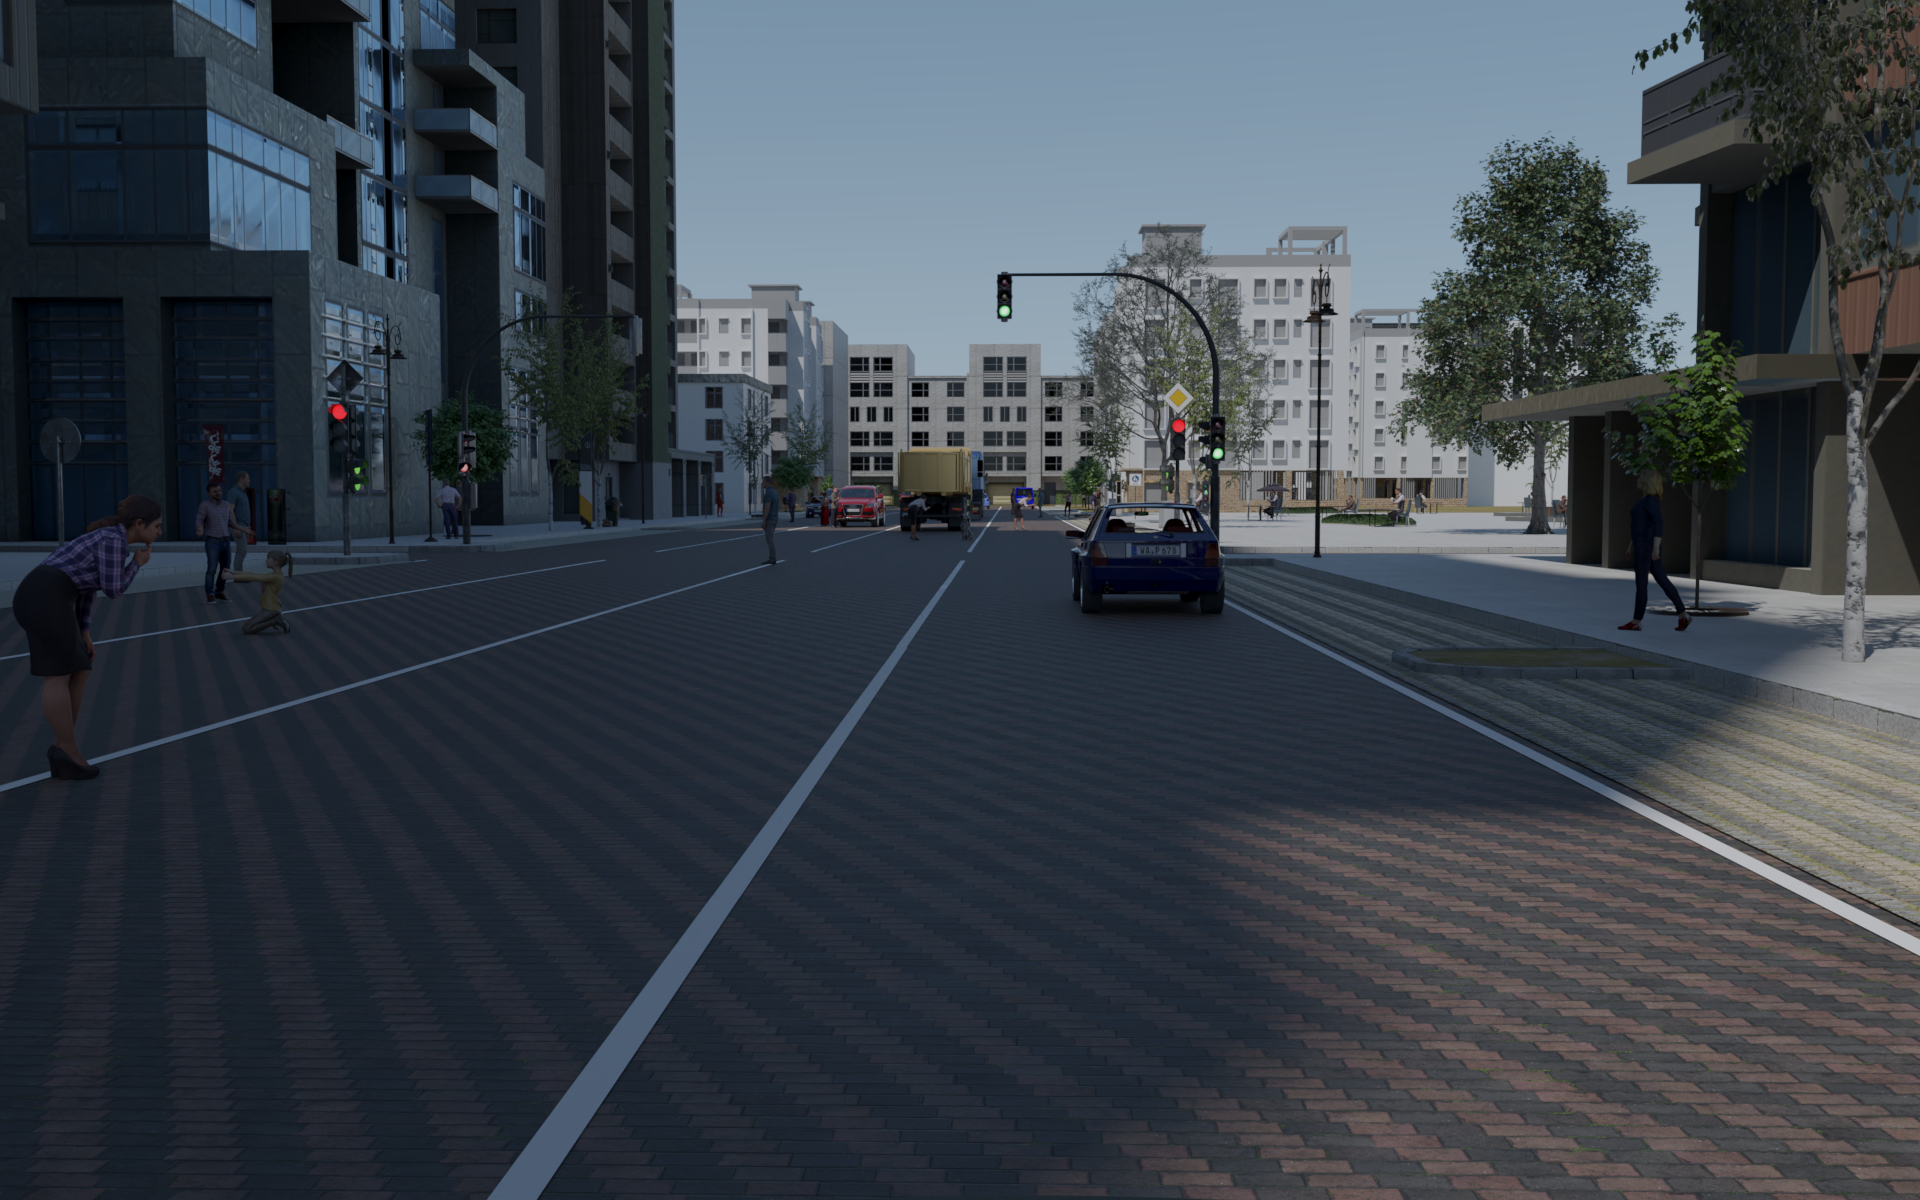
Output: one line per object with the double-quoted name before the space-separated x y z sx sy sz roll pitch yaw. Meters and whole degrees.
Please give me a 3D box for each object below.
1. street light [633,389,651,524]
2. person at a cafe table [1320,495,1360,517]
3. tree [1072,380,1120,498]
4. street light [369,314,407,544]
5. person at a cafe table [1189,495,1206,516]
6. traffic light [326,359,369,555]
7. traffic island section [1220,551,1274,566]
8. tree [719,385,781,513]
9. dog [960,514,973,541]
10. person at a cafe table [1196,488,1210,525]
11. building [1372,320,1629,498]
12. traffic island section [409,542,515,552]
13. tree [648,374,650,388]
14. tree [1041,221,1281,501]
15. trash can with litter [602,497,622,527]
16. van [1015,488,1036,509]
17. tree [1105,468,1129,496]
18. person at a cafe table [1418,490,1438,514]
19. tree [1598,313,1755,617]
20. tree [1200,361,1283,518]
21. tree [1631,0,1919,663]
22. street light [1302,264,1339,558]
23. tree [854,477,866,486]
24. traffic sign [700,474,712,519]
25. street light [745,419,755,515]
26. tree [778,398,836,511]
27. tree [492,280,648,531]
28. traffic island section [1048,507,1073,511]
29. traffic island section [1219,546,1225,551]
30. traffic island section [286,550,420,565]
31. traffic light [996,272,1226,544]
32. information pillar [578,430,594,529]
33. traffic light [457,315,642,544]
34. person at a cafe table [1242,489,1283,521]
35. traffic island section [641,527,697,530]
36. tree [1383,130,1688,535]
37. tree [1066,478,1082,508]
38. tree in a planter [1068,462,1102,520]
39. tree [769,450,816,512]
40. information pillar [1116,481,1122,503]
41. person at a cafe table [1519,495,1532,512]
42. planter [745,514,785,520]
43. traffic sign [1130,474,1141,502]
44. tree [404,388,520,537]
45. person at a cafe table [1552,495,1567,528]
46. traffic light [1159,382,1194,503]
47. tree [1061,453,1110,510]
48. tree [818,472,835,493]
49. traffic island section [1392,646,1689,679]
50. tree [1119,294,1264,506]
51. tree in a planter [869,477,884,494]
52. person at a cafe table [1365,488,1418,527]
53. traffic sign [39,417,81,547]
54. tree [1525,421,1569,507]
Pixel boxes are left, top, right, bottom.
"street light" -13.770 -6.260 75.143 0.468 5.910 1.993 0 4 2
"person at a cafe table" 17.625 -4.246 80.277 1.726 1.238 1.698 1 4 23
"tree" 9.299 -9.598 107.290 4.737 8.622 4.395 0 3 0
"street light" -14.668 -4.389 44.550 0.468 5.910 1.993 0 4 2
"person at a cafe table" 14.312 -5.556 101.695 1.726 1.238 1.698 3 4 36
"traffic light" -12.808 -2.888 36.136 0.839 4.253 0.868 0 4 2
"traffic island section" 5.266 -0.823 35.744 2.009 0.180 2.903 0 4 2
"tree" -13.941 -10.116 115.754 4.360 8.622 3.978 0 3 0
"dog" 0.145 -2.250 53.631 0.513 0.831 0.800 1 4 16
"person at a cafe table" 9.623 -3.876 71.892 1.622 1.524 1.698 1 4 14
"building" 62.308 -22.815 217.004 32.646 21.610 27.936 0 4 2
"traffic island section" -12.617 -1.344 44.253 2.009 0.180 2.903 0 4 2
"tree" -14.287 -7.215 68.334 4.737 8.622 4.395 0 3 0
"tree" 9.184 -10.202 77.179 12.009 13.543 11.850 0 3 0
"trash can with litter" -13.610 -3.438 67.606 0.624 1.170 1.055 0 4 5
"van" 6.096 -9.776 164.229 2.240 2.365 5.245 0 4 2
"tree" 10.657 -7.524 117.626 1.663 3.219 1.824 0 3 0
"person at a cafe table" 30.399 -6.415 113.396 1.622 1.524 1.698 -3 5 -40
"tree" 8.017 -1.467 18.587 1.663 3.219 1.824 0 3 0
"tree" 15.584 -8.830 94.731 4.360 8.622 3.978 0 3 0
"tree" 6.799 -3.816 12.757 4.360 8.622 3.978 0 3 0
"street light" 7.235 -3.799 34.903 0.468 5.910 1.993 0 4 2
"tree" -11.071 -12.211 194.248 1.663 3.219 1.824 0 3 0
"traffic sign" -13.064 -5.311 88.969 0.606 2.300 0.079 0 4 3
"street light" -12.891 -8.158 106.173 0.468 5.910 1.993 0 4 2
"tree" -11.797 -11.211 133.663 4.737 8.622 4.395 0 3 0
"tree" -14.094 -6.732 60.423 4.737 8.622 4.395 0 3 0
"traffic island section" 8.446 -7.501 145.504 1.991 0.108 1.994 0 4 2
"traffic island section" 5.497 -1.312 43.726 2.009 0.180 2.903 0 4 2
"traffic island section" -12.848 -0.856 36.272 2.009 0.180 2.903 0 4 2
"traffic light" 3.132 -3.724 35.550 4.771 5.953 1.251 0 4 2
"information pillar" -13.673 -4.399 63.275 0.504 3.616 0.183 -2 4 -35
"traffic light" -10.484 -4.246 44.092 4.771 5.953 1.251 0 4 2
"person at a cafe table" 14.704 -4.566 83.166 1.622 1.524 1.698 -1 4 -23
"traffic island section" -11.572 -2.834 69.199 1.991 0.108 1.994 0 4 2
"tree" 18.391 -8.441 55.023 9.611 12.733 9.660 0 3 0
"tree" 11.133 -10.410 164.800 1.663 3.219 1.824 0 3 0
"tree in a planter" 7.018 -6.056 96.243 1.991 3.239 1.994 0 4 2
"tree" -12.329 -8.772 127.132 4.285 4.588 4.351 0 3 0
"information pillar" 8.930 -5.679 97.339 0.304 2.012 0.304 0 4 7
"person at a cafe table" 37.590 -6.312 114.059 1.698 1.238 1.726 2 4 35
"planter" -10.789 -4.586 96.125 1.991 0.319 1.994 0 4 2
"traffic sign" 8.912 -5.254 88.026 0.606 2.300 0.079 0 4 4
"tree" -15.011 -4.200 52.378 4.285 4.588 4.351 0 3 0
"person at a cafe table" 23.002 -3.302 64.847 1.698 1.238 1.726 -2 4 -32
"traffic light" 5.457 -3.345 43.613 0.839 4.253 0.868 0 4 2
"tree" 10.287 -9.484 138.773 4.285 4.588 4.351 0 3 0
"tree" -11.442 -9.618 151.849 1.663 3.219 1.824 0 3 0
"traffic island section" 4.651 0.523 14.315 1.991 0.108 1.994 0 4 2
"tree" 9.008 -6.987 64.598 4.737 8.622 4.395 0 3 0
"tree in a planter" -8.566 -10.766 173.244 1.991 3.239 1.994 0 4 2
"person at a cafe table" 16.897 -3.644 68.102 1.622 1.524 1.698 0 4 2
"traffic sign" -14.962 -1.755 28.792 0.768 2.556 0.104 1 4 10
"tree" 37.631 -9.763 109.985 4.737 8.622 4.395 0 3 0
